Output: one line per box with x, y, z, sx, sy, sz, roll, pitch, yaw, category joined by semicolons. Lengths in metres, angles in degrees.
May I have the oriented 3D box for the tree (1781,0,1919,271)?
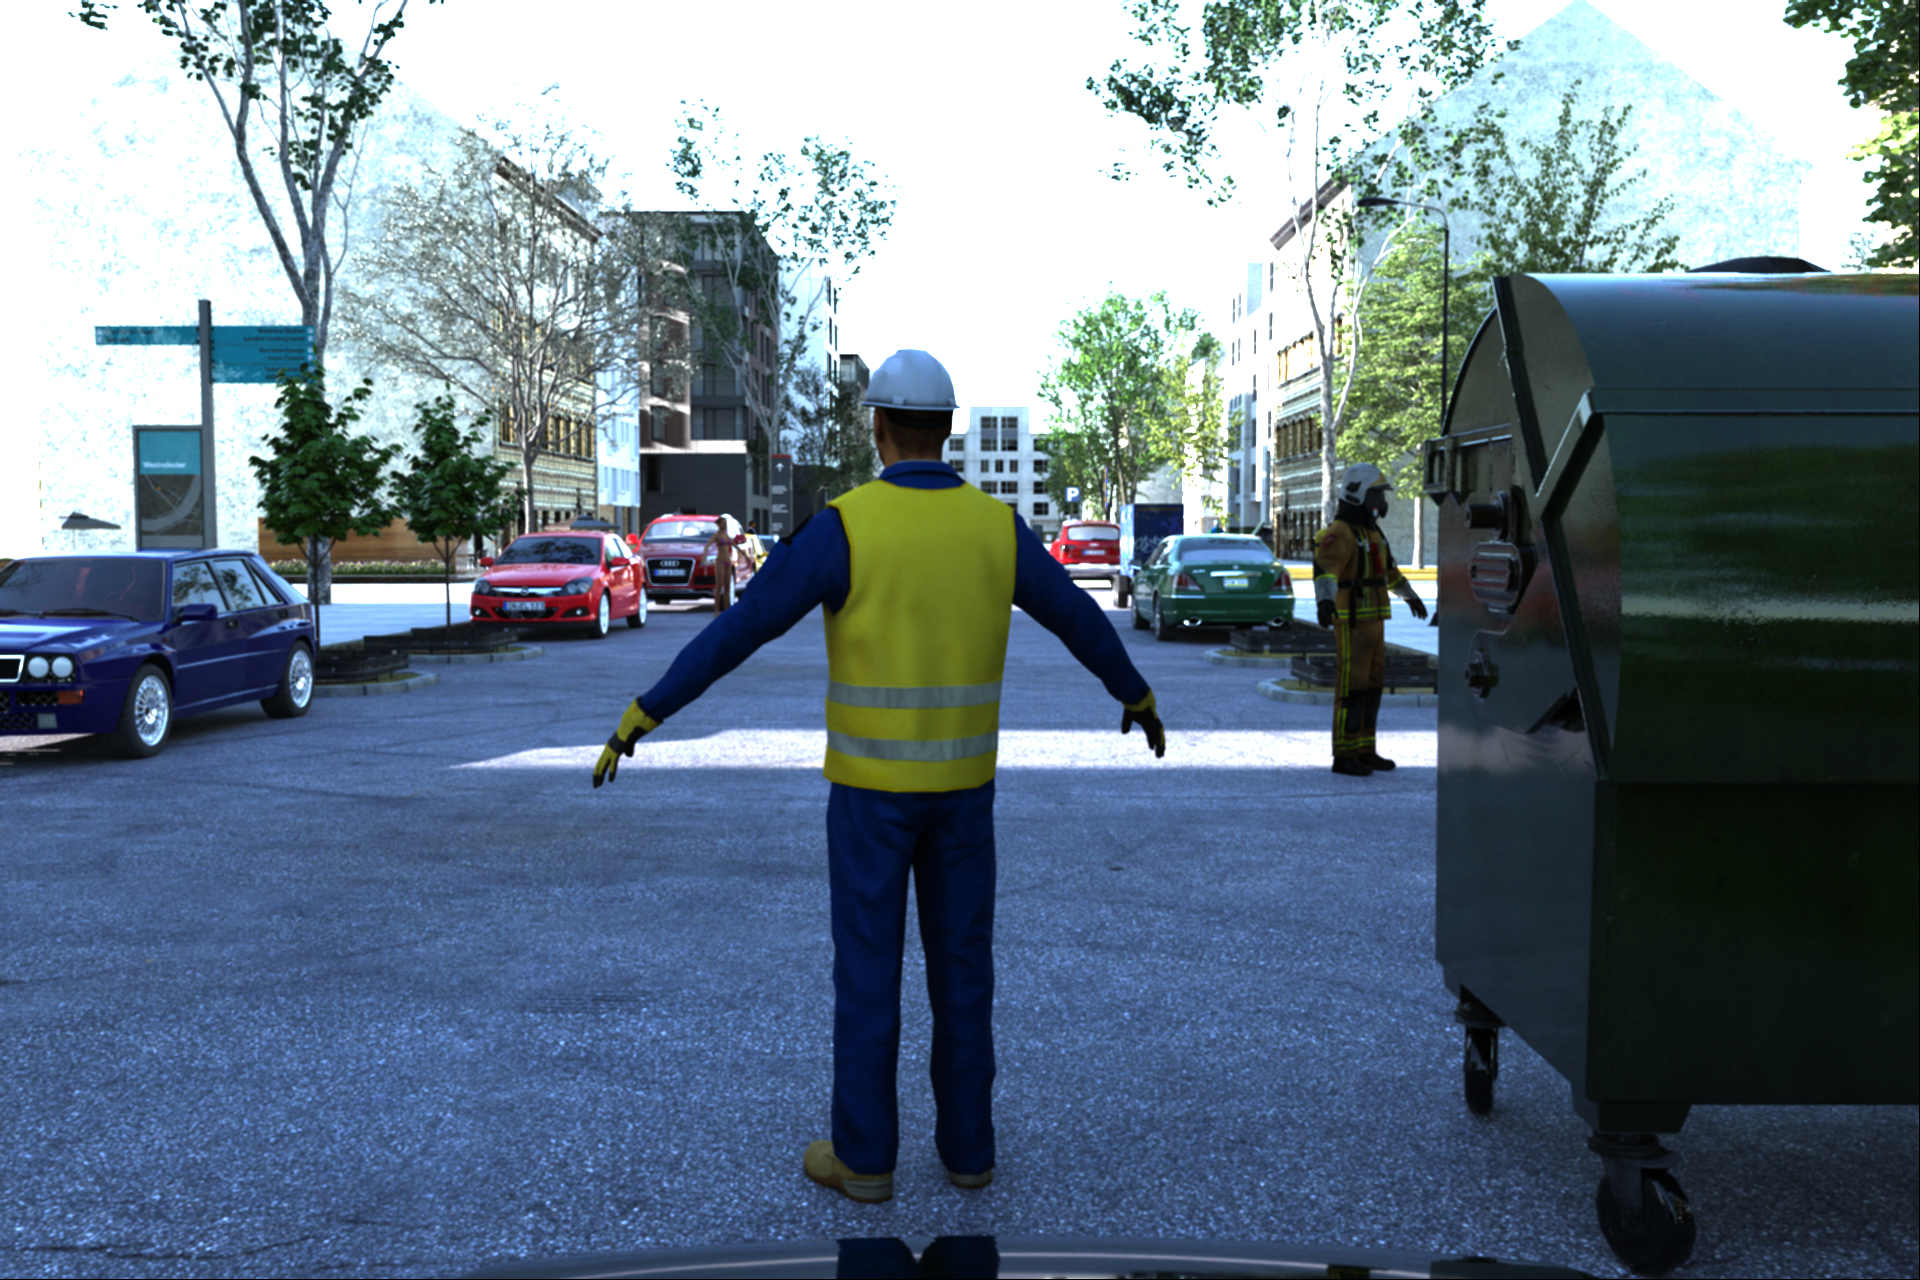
9.533;-5.746;12.068;7.486;12.596;7.792;0;3;0;tree

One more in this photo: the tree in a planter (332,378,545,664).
-5.941;-1.394;20.018;1.991;3.239;1.994;0;4;2;tree in a planter

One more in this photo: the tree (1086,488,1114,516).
20.128;-17.920;243.352;4.360;8.622;3.978;0;3;0;tree

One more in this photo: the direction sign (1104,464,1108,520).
4.733;-3.925;56.165;0.379;3.537;0.876;0;4;-1;direction sign

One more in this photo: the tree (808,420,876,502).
-7.688;-9.348;103.209;4.360;8.622;3.978;0;3;0;tree

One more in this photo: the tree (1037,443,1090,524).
7.402;-10.662;124.693;4.737;8.622;4.395;0;3;0;tree

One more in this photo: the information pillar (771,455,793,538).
-5.846;-4.126;56.842;0.750;3.857;0.750;0;4;2;information pillar

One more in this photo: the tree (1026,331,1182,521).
7.394;-9.883;87.341;9.928;11.665;9.643;0;3;0;tree

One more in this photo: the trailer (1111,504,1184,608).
3.739;-1.679;34.502;1.471;1.999;3.904;0;3;0;trailer

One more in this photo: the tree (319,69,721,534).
-11.546;-8.310;46.245;12.009;13.543;11.850;0;3;0;tree

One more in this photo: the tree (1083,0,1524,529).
8.414;-11.568;45.024;12.611;20.169;13.585;0;3;0;tree

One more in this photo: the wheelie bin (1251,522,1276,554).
7.668;-2.209;44.026;0.693;1.594;0.980;0;4;0;wheelie bin

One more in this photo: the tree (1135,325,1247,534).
8.202;-6.738;60.530;4.737;8.622;4.395;0;3;0;tree

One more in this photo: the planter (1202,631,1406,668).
3.776;0.099;19.529;1.991;0.319;1.994;0;3;0;planter

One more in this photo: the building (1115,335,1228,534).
27.970;-22.616;200.705;19.493;23.208;18.063;0;4;1;building

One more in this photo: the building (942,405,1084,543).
0.921;-22.957;244.261;31.486;18.905;16.747;0;4;-1;building

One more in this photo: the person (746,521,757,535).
-7.105;-3.252;59.898;0.721;1.740;1.216;1;4;21;person

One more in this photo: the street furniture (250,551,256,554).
-29.835;-2.777;61.035;10.072;0.657;5.734;0;4;-7;street furniture

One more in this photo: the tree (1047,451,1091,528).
8.540;-11.314;135.341;4.737;8.622;4.395;0;3;0;tree

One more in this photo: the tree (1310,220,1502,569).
16.839;-8.900;63.644;7.486;12.596;7.792;0;3;0;tree

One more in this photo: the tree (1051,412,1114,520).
7.752;-9.281;102.105;4.360;8.622;3.978;0;3;0;tree

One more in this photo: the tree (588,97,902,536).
-9.594;-13.512;76.811;12.611;20.169;13.585;0;3;0;tree

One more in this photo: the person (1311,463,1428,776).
2.426;-0.133;10.398;0.705;1.858;1.354;3;4;38;person

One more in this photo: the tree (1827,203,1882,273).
29.073;-8.544;50.061;12.009;13.543;11.850;0;3;0;tree

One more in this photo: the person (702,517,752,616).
-4.071;-1.276;30.123;0.721;1.733;1.217;2;4;35;person

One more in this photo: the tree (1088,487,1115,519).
19.803;-17.569;237.619;4.360;8.622;3.978;0;3;0;tree

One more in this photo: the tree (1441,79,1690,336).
10.008;-4.822;29.205;4.737;8.622;4.395;0;3;0;tree

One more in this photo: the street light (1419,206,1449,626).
7.245;-3.146;23.979;1.470;5.913;1.316;0;4;1;street light

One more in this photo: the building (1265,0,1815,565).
25.381;-15.257;80.376;19.493;23.208;18.063;0;4;0;building

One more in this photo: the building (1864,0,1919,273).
26.491;-14.052;27.021;12.463;27.353;25.104;0;4;0;building

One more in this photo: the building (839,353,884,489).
-21.694;-22.523;212.230;27.936;21.610;32.646;0;4;1;building

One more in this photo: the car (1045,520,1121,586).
3.451;-2.329;46.748;2.281;1.827;5.304;0;4;1;car

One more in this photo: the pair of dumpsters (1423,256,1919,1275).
3.331;0.068;3.833;4.436;2.255;1.574;0;4;0;pair of dumpsters

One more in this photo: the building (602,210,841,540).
-23.897;-17.250;126.012;27.936;21.610;32.646;0;4;1;building

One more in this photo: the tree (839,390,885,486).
-7.466;-14.527;147.892;12.009;13.543;11.850;0;3;0;tree

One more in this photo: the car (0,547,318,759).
-6.019;0.018;12.280;1.945;1.354;3.894;0;4;0;car

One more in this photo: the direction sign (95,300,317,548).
-8.602;-1.936;20.416;2.525;3.948;1.411;0;4;1;direction sign

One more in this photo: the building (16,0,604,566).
-27.675;-15.115;78.056;19.493;23.208;18.063;0;4;1;building

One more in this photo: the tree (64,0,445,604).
-13.049;-10.674;30.403;12.611;20.169;13.585;0;3;0;tree

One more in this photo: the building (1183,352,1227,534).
28.249;-19.664;177.919;16.016;20.090;11.380;0;4;1;building

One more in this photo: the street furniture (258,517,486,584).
-17.595;-2.460;47.069;9.812;1.723;11.010;0;4;-6;street furniture

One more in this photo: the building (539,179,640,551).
-24.881;-14.516;93.759;16.016;20.090;11.380;0;4;1;building

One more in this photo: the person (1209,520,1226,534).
9.863;-3.702;66.656;1.347;1.817;0.704;-1;4;-18;person

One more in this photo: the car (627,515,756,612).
-5.210;-1.533;33.733;2.281;1.827;5.304;0;4;0;car

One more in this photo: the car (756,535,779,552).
-5.565;-2.115;46.584;2.014;1.417;4.499;0;4;1;car

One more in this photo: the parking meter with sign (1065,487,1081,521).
4.161;-4.111;63.482;0.543;3.016;1.738;0;4;1;parking meter with sign

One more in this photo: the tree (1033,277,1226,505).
6.771;-8.769;69.123;9.928;11.665;9.643;0;3;0;tree

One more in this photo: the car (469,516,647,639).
-5.739;-0.979;25.046;2.155;1.783;4.494;0;4;1;car

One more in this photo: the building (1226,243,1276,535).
26.809;-14.615;105.409;16.747;18.905;31.486;0;4;1;building

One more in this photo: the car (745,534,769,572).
-5.463;-1.889;41.111;2.015;1.641;3.980;0;4;1;car

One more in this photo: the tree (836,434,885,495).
-7.151;-10.587;123.454;4.737;8.622;4.395;0;3;0;tree

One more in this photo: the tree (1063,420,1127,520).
8.122;-9.654;108.199;4.737;8.622;4.395;0;3;0;tree

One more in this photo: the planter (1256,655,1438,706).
3.690;0.352;15.382;1.991;0.319;1.994;0;4;0;planter

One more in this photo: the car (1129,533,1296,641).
3.531;-0.787;24.661;2.131;1.459;4.920;0;4;-1;car

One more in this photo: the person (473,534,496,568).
-18.237;-3.635;65.651;0.704;1.802;1.346;3;5;40;person

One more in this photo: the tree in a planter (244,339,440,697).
-5.999;-1.154;16.084;1.991;3.239;1.994;0;4;1;tree in a planter

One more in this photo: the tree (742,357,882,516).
-7.918;-9.643;92.078;8.767;10.594;7.601;1;4;18;tree

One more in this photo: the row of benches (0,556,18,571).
-26.844;-2.003;48.219;1.422;0.672;4.104;2;4;26;row of benches

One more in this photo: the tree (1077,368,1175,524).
7.016;-7.680;75.925;4.737;8.622;4.395;0;3;0;tree

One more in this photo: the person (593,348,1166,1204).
-0.115;0.282;3.817;1.349;1.833;0.705;-1;4;-21;person
